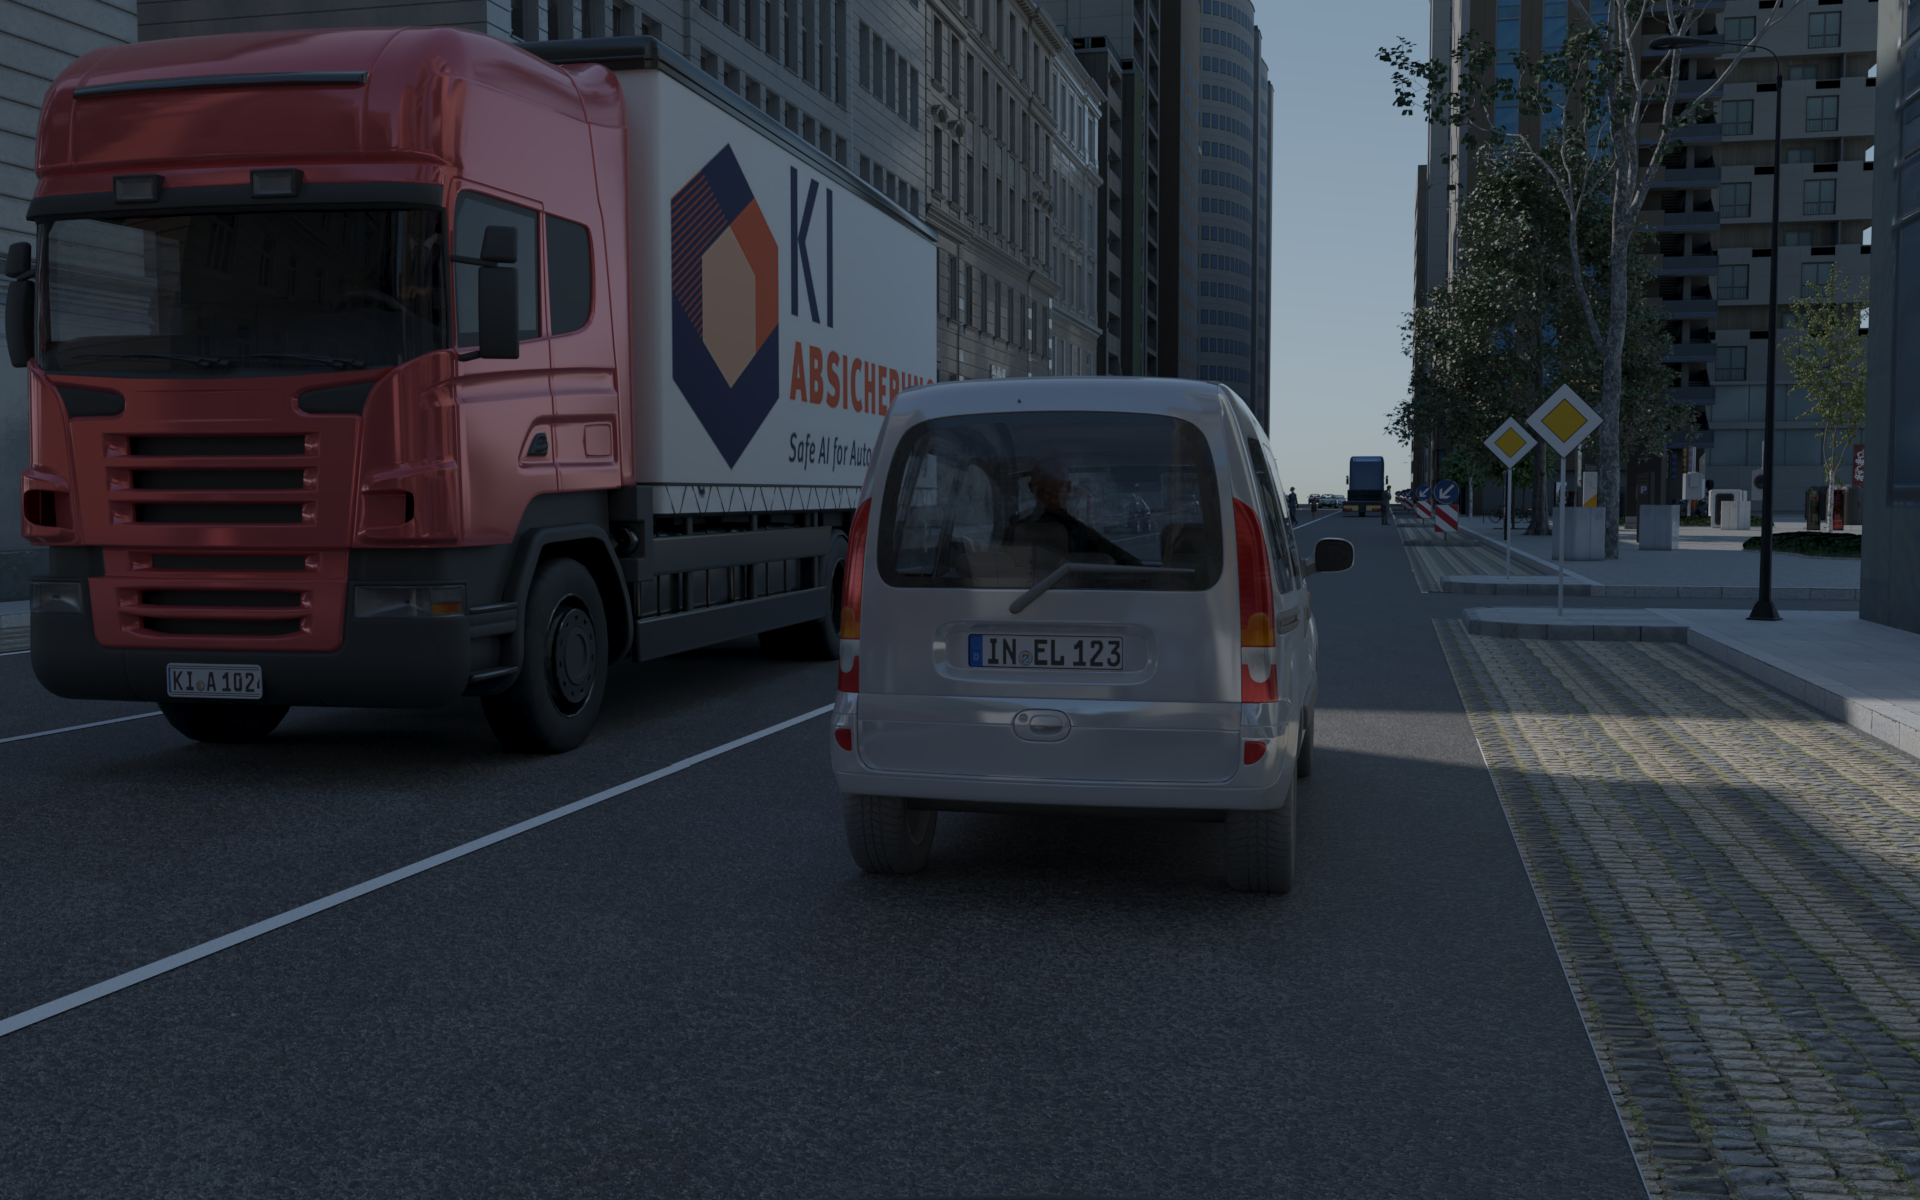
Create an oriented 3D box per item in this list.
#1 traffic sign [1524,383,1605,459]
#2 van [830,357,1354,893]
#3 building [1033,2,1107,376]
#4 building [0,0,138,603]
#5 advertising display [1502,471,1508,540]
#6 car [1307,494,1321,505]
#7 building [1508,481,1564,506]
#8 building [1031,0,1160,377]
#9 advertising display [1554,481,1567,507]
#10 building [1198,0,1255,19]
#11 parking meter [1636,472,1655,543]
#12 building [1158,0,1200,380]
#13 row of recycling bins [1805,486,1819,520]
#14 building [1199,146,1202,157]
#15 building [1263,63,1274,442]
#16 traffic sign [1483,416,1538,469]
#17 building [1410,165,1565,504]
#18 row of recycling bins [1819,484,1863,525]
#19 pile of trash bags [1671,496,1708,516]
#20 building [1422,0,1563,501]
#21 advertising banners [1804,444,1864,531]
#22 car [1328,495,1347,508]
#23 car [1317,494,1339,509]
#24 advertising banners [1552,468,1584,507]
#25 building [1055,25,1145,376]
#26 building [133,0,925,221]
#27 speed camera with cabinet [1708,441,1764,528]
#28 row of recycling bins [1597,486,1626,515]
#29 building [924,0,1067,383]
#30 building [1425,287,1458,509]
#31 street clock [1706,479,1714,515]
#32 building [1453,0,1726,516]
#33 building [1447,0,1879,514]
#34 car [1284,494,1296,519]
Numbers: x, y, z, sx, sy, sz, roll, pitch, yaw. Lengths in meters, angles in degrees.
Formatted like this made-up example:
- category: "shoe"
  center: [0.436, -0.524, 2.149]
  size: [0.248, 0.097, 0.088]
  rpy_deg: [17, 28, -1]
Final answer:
- category: "traffic sign"
  center: [6.335, -0.976, 18.150]
  size: [0.795, 2.593, 0.064]
  rpy_deg: [1, 4, 14]
- category: "van"
  center: [0.723, -0.043, 7.721]
  size: [2.013, 2.044, 4.112]
  rpy_deg: [1, 4, 13]
- category: "building"
  center: [-0.179, -18.859, 94.251]
  size: [13.634, 28.700, 20.117]
  rpy_deg: [1, 4, 14]
- category: "building"
  center: [-20.456, -10.457, 20.118]
  size: [18.267, 20.994, 9.793]
  rpy_deg: [1, 4, 14]
- category: "advertising display"
  center: [15.216, -2.633, 48.255]
  size: [0.123, 1.923, 0.974]
  rpy_deg: [1, 4, 14]
- category: "car"
  center: [48.895, -14.043, 238.635]
  size: [2.155, 1.783, 4.494]
  rpy_deg: [1, 4, 12]
- category: "building"
  center: [74.757, -32.055, 215.974]
  size: [32.217, 40.220, 23.993]
  rpy_deg: [1, 4, 14]
- category: "building"
  center: [6.238, -42.197, 128.176]
  size: [20.563, 71.187, 20.611]
  rpy_deg: [1, 4, 14]
- category: "advertising display"
  center: [30.225, -5.014, 87.187]
  size: [0.974, 1.923, 0.123]
  rpy_deg: [-3, 4, -38]
- category: "building"
  center: [22.808, -40.198, 199.243]
  size: [21.231, 58.520, 28.212]
  rpy_deg: [1, 4, 14]
- category: "parking meter"
  center: [18.039, -2.440, 45.611]
  size: [0.255, 1.863, 0.399]
  rpy_deg: [-3, 5, -41]
- category: "building"
  center: [12.338, -30.304, 145.574]
  size: [14.600, 45.320, 14.200]
  rpy_deg: [1, 4, 14]
- category: "row of recycling bins"
  center: [42.494, -4.768, 85.076]
  size: [1.069, 1.692, 3.534]
  rpy_deg: [1, 4, 9]
- category: "building"
  center: [9.470, -29.001, 166.054]
  size: [32.217, 40.220, 23.993]
  rpy_deg: [1, 4, 14]
- category: "building"
  center: [29.228, -41.876, 226.666]
  size: [21.231, 58.520, 28.212]
  rpy_deg: [1, 4, 14]
- category: "traffic sign"
  center: [8.237, -1.451, 25.906]
  size: [0.795, 2.593, 0.064]
  rpy_deg: [1, 4, 14]
- category: "building"
  center: [73.772, -37.657, 239.386]
  size: [21.300, 48.544, 21.600]
  rpy_deg: [1, 4, 14]
- category: "row of recycling bins"
  center: [37.106, -4.015, 72.759]
  size: [1.069, 1.692, 3.534]
  rpy_deg: [1, 4, 17]
- category: "pile of trash bags"
  center: [37.617, -4.855, 89.125]
  size: [1.912, 1.369, 3.447]
  rpy_deg: [1, 4, 23]
- category: "building"
  center: [62.243, -39.691, 190.949]
  size: [21.231, 58.520, 28.212]
  rpy_deg: [1, 4, 14]
- category: "advertising banners"
  center: [30.829, -3.958, 60.906]
  size: [2.074, 3.025, 0.090]
  rpy_deg: [1, 4, 10]
- category: "car"
  center: [40.419, -10.589, 185.496]
  size: [2.083, 1.381, 4.827]
  rpy_deg: [1, 4, 13]
- category: "car"
  center: [36.625, -9.815, 172.266]
  size: [2.131, 1.459, 4.920]
  rpy_deg: [1, 4, 15]
- category: "advertising banners"
  center: [32.045, -5.772, 90.562]
  size: [2.074, 3.025, 0.090]
  rpy_deg: [2, 4, 30]
- category: "building"
  center: [3.874, -20.781, 111.468]
  size: [14.160, 30.474, 14.107]
  rpy_deg: [1, 4, 14]
- category: "building"
  center: [-9.898, -16.370, 45.147]
  size: [11.434, 29.767, 29.804]
  rpy_deg: [1, 4, 14]
- category: "speed camera with cabinet"
  center: [29.193, -4.299, 64.622]
  size: [2.038, 3.252, 0.660]
  rpy_deg: [2, 4, 30]
- category: "row of recycling bins"
  center: [35.419, -5.280, 93.434]
  size: [3.534, 1.692, 1.069]
  rpy_deg: [-2, 4, -29]
- category: "building"
  center: [-3.890, -16.801, 71.965]
  size: [12.463, 27.353, 25.104]
  rpy_deg: [1, 4, 14]
- category: "building"
  center: [56.486, -18.970, 155.199]
  size: [27.650, 21.520, 28.899]
  rpy_deg: [1, 4, 14]
- category: "street clock"
  center: [37.212, -4.980, 85.999]
  size: [0.358, 2.002, 0.471]
  rpy_deg: [0, 4, -1]
- category: "building"
  center: [38.344, -27.969, 107.409]
  size: [14.600, 45.320, 14.200]
  rpy_deg: [1, 4, 14]
- category: "building"
  center: [50.064, -32.840, 126.170]
  size: [28.713, 52.752, 27.495]
  rpy_deg: [1, 4, 14]
- category: "car"
  center: [16.467, -4.784, 90.014]
  size: [2.131, 1.459, 4.920]
  rpy_deg: [1, 4, 14]
